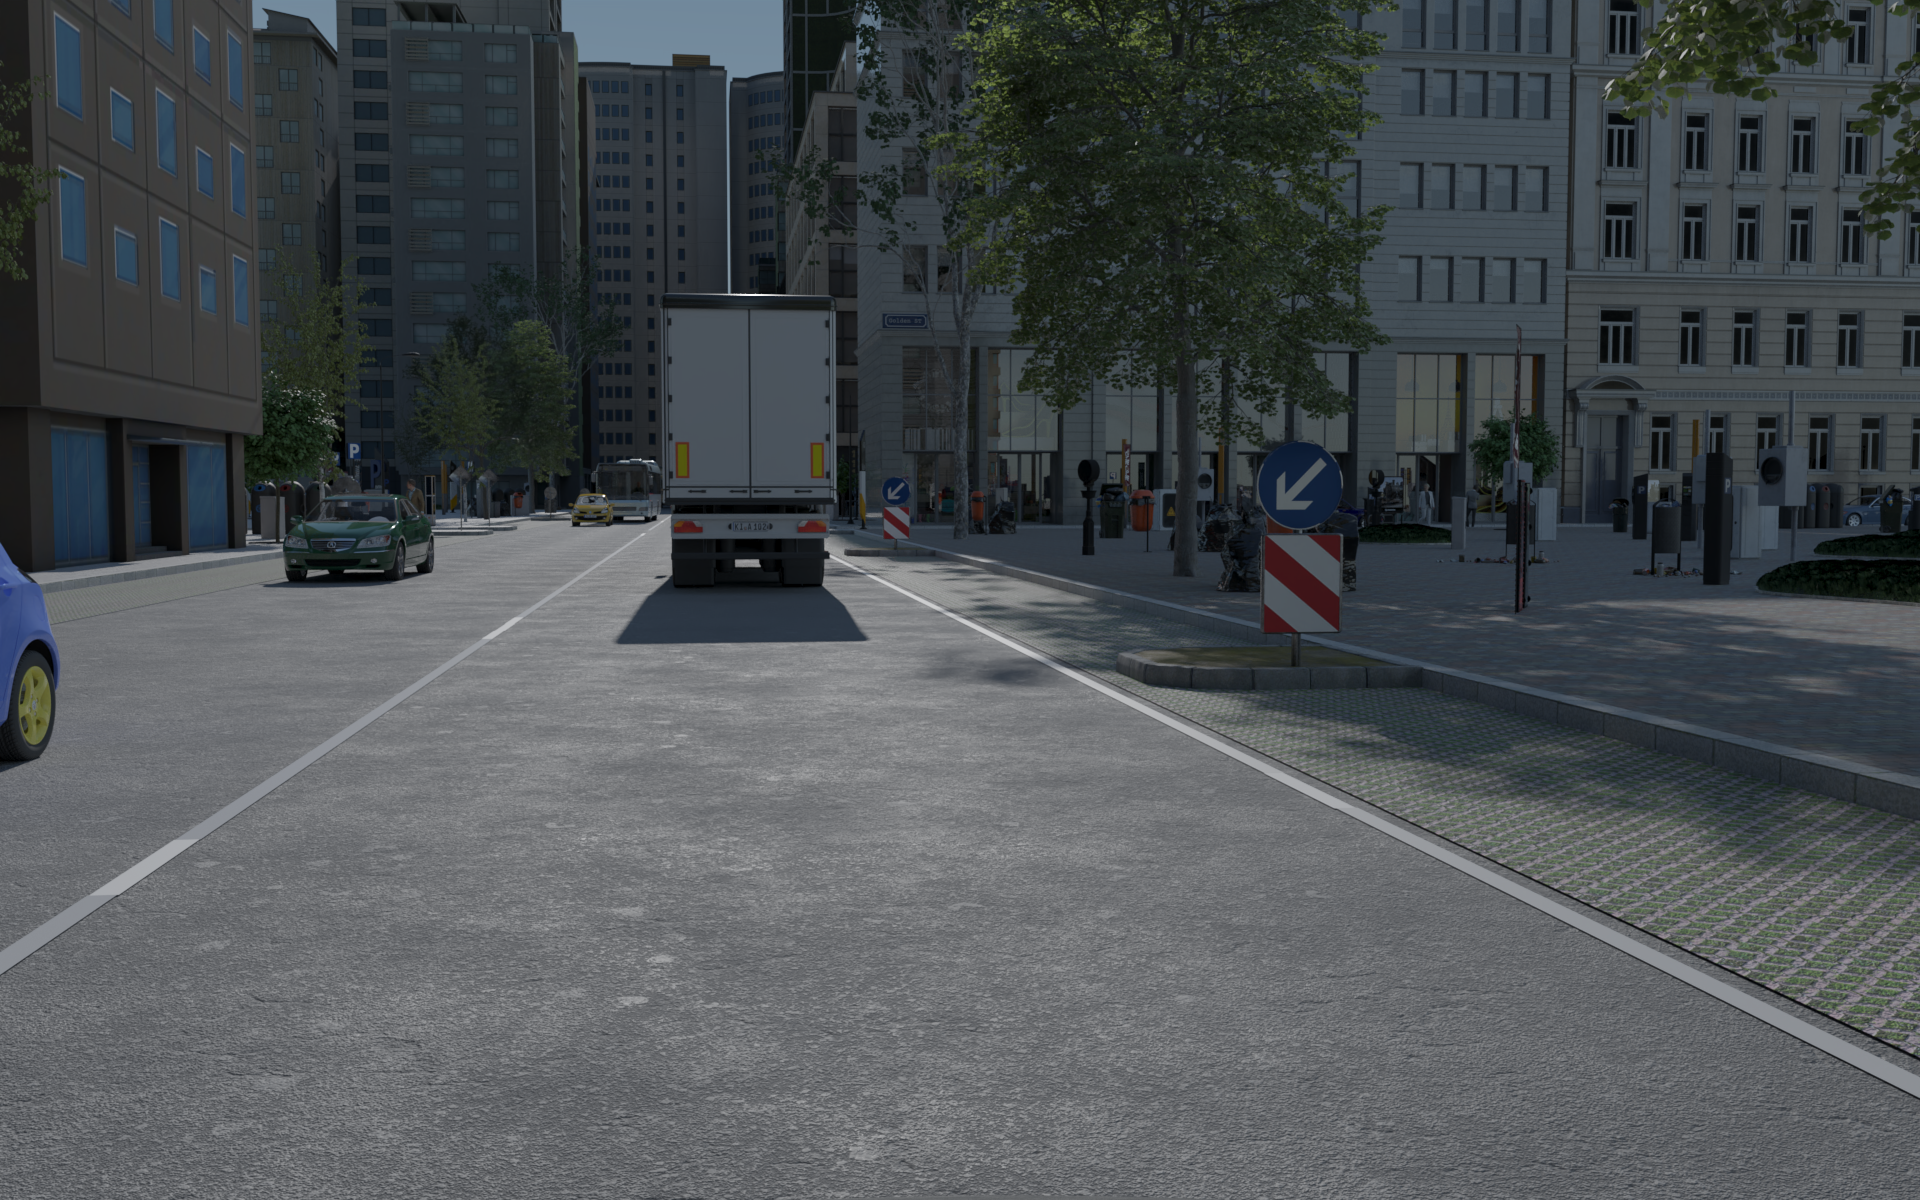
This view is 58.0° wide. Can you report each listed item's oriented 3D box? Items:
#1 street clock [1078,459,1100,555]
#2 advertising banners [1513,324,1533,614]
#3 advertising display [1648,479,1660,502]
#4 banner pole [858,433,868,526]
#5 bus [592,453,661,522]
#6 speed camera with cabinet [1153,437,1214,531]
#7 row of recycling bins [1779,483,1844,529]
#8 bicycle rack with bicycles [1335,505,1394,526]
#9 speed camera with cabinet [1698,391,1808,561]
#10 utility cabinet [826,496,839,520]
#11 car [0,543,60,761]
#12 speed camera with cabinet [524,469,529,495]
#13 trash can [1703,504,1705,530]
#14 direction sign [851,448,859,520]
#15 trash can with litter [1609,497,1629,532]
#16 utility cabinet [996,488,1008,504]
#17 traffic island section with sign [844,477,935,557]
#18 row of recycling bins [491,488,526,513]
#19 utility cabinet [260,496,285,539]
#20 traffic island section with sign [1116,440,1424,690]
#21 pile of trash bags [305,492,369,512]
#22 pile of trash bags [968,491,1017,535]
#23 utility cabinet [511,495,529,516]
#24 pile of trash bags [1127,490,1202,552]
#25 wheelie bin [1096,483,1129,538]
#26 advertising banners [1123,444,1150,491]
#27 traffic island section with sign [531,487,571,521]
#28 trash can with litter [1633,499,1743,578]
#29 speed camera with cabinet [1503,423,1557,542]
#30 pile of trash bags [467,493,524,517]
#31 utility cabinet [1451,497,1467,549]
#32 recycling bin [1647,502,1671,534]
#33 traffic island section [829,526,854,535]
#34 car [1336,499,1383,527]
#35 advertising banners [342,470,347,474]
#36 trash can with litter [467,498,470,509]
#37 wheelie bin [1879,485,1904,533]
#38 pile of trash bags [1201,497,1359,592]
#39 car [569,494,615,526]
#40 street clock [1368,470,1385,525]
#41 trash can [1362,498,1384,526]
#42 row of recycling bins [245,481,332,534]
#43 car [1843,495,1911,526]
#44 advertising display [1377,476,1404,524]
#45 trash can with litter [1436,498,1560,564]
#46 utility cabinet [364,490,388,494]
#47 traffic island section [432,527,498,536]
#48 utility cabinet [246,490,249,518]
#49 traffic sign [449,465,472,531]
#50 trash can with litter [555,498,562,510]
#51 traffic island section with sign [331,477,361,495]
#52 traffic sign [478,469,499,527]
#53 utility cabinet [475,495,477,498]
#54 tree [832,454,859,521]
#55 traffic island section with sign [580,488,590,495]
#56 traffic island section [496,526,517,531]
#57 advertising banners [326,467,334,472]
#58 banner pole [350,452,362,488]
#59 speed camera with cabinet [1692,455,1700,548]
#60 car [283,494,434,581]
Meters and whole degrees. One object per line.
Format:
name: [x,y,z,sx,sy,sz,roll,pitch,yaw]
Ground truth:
street clock: [2.695,-1.941,36.306,0.358,2.002,0.471,-2,4,-35]
advertising banners: [6.121,-1.387,18.866,0.090,3.025,2.074,1,4,23]
advertising display: [29.926,-4.264,74.928,0.974,1.923,0.123,-2,4,-35]
banner pole: [-3.913,-4.926,70.555,0.401,3.779,0.863,0,4,7]
bus: [-17.368,-5.892,91.199,2.948,3.499,13.247,0,4,-7]
speed camera with cabinet: [7.737,-4.014,59.966,2.038,3.252,0.660,-1,4,-16]
row of recycling bins: [31.863,-3.535,64.903,3.534,1.692,1.069,-2,4,-34]
bicycle rack with bicycles: [12.835,-2.666,56.978,2.852,0.926,2.925,3,5,41]
speed camera with cabinet: [15.515,-2.415,33.817,0.660,3.252,2.038,-1,4,-20]
utility cabinet: [-6.469,-4.684,87.739,0.306,1.237,1.020,-2,4,-27]
car: [-5.647,0.100,7.957,1.945,1.707,3.694,0,4,-7]
speed camera with cabinet: [-35.306,-8.849,139.021,2.038,3.252,0.660,0,4,-6]
trash can: [25.747,-2.916,59.334,0.748,1.137,0.748,0,3,0]
direction sign: [-5.125,-5.715,85.443,0.379,3.537,0.876,2,4,27]
trash can with litter: [22.159,-2.863,58.193,0.624,1.170,1.055,2,4,25]
utility cabinet: [1.444,-3.173,60.558,0.318,1.500,1.173,0,4,7]
traffic island section with sign: [-1.679,-1.940,40.354,1.989,1.847,2.006,-1,4,-8]
row of recycling bins: [-30.745,-6.694,116.560,1.069,1.692,3.534,3,5,40]
utility cabinet: [-19.780,-2.367,49.863,1.020,1.237,0.306,3,5,45]
traffic island section with sign: [2.297,-0.301,13.549,1.989,1.847,2.006,-1,4,-8]
pile of trash bags: [-27.631,-4.066,76.239,3.447,1.369,1.912,0,4,0]
pile of trash bags: [0.804,-2.801,55.545,1.912,1.369,3.447,1,4,9]
utility cabinet: [-25.837,-5.536,101.672,1.020,1.237,0.306,-2,4,-28]
pile of trash bags: [5.330,-1.785,38.943,3.447,1.369,1.912,-2,4,-24]
wheelie bin: [4.451,-2.591,50.267,0.980,1.594,0.693,-1,4,-12]
advertising banners: [6.244,-3.972,61.122,0.090,3.025,2.074,2,4,34]
traffic island section with sign: [-21.883,-5.146,92.759,1.989,1.847,2.006,-1,4,-8]
trash can with litter: [11.601,-1.003,27.464,2.233,1.210,1.678,-1,4,-18]
speed camera with cabinet: [15.703,-3.265,47.726,0.660,3.252,2.038,-1,4,-10]
pile of trash bags: [-26.529,-5.489,99.489,1.912,1.369,3.447,3,4,37]
utility cabinet: [11.742,-1.809,40.736,0.306,1.237,1.020,1,4,19]
recycling bin: [22.653,-2.669,56.189,0.722,1.027,0.722,1,4,17]
traffic island section: [-4.921,-2.448,62.314,2.009,0.180,2.903,-1,4,-8]
car: [14.532,-3.388,67.969,3.894,1.354,1.945,-1,4,-9]
advertising banners: [-44.874,-7.889,125.178,0.090,3.025,2.074,0,4,-3]
trash can with litter: [-31.809,-6.168,112.227,1.055,1.170,0.624,1,4,9]
wheelie bin: [30.911,-3.031,57.467,0.693,1.594,0.980,1,4,17]
pile of trash bags: [4.291,-0.800,22.833,1.912,1.369,3.447,1,4,12]
car: [-16.569,-4.151,78.098,2.015,1.641,3.980,-1,4,-9]
street clock: [12.323,-2.857,51.284,0.358,2.002,0.471,-2,4,-26]
trash can: [14.626,-3.041,61.376,0.748,1.137,0.748,0,3,0]
row of recycling bins: [-21.904,-2.960,55.511,3.534,1.692,1.069,0,4,-1]
car: [38.681,-3.755,73.401,4.499,1.417,2.014,-1,4,-10]
advertising display: [15.447,-3.489,62.257,0.974,1.923,0.123,1,4,9]
trash can with litter: [10.107,-1.311,32.491,2.233,1.210,1.678,1,4,17]
utility cabinet: [-29.722,-4.859,88.129,1.173,1.500,0.318,1,4,13]
traffic island section: [-17.428,-2.336,60.473,2.009,0.180,2.903,-1,4,-8]
utility cabinet: [-38.596,-5.142,92.744,1.173,1.500,0.318,2,4,30]
traffic sign: [-17.405,-3.472,60.415,0.795,2.450,0.064,-1,4,-8]
trash can with litter: [-32.064,-7.688,137.090,1.055,1.170,0.624,-3,5,-45]
traffic island section with sign: [-13.986,-1.880,39.368,1.989,1.847,2.006,-1,4,-8]
traffic sign: [-18.575,-3.955,68.314,0.795,2.450,0.064,-1,4,-8]
utility cabinet: [-35.599,-7.208,129.019,1.020,1.237,0.306,-2,4,-33]
tree: [-5.546,-5.433,83.431,1.663,3.219,1.824,0,3,0]
traffic island section with sign: [-25.861,-6.791,119.664,1.989,1.847,2.006,-1,4,-8]
traffic island section: [-18.597,-2.819,68.373,2.009,0.180,2.903,-1,4,-8]
advertising banners: [-41.381,-7.071,111.795,2.074,3.025,0.090,0,4,6]
banner pole: [-31.381,-6.105,89.839,0.863,3.779,0.401,1,4,12]
speed camera with cabinet: [17.922,-2.794,40.018,0.660,3.252,2.038,-1,4,-23]
car: [-10.340,-1.115,30.029,2.131,1.459,4.920,0,4,-7]
